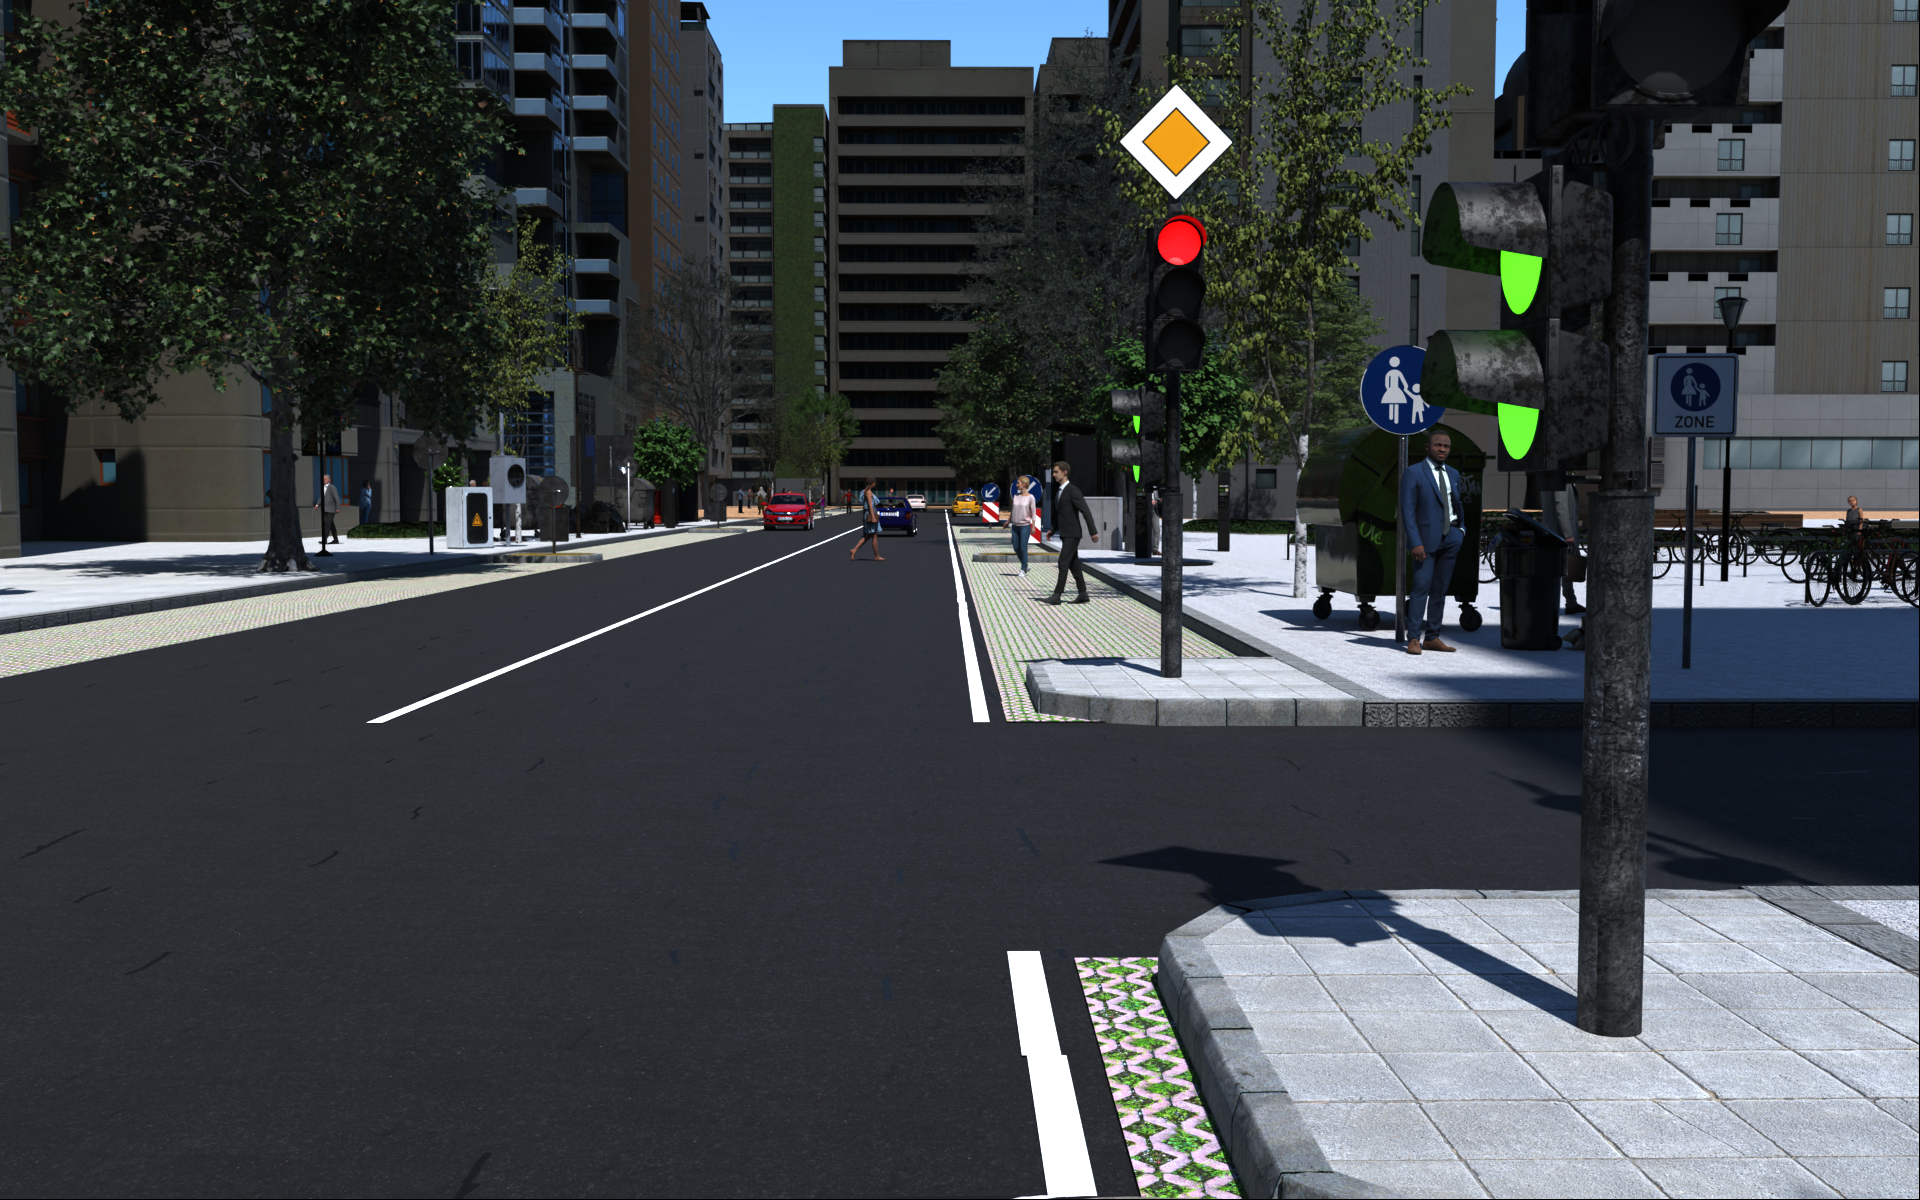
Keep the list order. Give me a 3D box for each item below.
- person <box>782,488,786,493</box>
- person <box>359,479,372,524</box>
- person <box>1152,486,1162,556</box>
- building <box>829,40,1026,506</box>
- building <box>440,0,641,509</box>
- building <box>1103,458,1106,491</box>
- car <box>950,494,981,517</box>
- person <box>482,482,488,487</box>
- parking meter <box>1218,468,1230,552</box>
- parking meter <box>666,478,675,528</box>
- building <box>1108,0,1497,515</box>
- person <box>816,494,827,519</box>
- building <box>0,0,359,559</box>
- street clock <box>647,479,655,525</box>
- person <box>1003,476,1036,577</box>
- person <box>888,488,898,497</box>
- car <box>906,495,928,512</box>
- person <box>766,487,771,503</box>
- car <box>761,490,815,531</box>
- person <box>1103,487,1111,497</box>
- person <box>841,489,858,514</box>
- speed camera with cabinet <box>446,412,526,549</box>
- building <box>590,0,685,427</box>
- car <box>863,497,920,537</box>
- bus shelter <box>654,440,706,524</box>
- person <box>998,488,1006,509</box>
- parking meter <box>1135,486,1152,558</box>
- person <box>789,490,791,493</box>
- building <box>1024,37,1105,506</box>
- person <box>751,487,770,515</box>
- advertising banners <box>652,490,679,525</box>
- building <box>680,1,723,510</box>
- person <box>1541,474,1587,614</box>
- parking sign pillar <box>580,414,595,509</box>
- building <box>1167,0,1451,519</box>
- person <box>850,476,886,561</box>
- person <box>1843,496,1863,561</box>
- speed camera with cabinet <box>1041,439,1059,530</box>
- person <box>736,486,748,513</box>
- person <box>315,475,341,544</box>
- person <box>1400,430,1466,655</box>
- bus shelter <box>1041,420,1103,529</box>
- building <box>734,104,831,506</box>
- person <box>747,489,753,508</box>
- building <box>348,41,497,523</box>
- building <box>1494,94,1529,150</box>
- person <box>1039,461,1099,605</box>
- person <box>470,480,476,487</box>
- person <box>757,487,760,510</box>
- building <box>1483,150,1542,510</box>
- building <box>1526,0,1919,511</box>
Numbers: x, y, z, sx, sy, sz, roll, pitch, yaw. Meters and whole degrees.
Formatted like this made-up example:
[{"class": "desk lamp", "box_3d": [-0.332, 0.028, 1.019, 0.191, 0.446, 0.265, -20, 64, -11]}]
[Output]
[{"class": "person", "box_3d": [-15.337, -8.881, 151.264, 0.705, 1.822, 1.348, -3, 5, -43]}, {"class": "person", "box_3d": [-20.752, -3.305, 60.342, 0.793, 1.790, 0.793, 1, 4, 22]}, {"class": "person", "box_3d": [3.994, -1.827, 36.121, 0.606, 1.804, 0.583, -3, 5, -41]}, {"class": "building", "box_3d": [-3.041, -34.595, 189.333, 21.600, 48.544, 21.300, 0, 4, -1]}, {"class": "building", "box_3d": [-30.905, -48.215, 100.979, 22.319, 86.520, 31.000, 0, 4, -1]}, {"class": "building", "box_3d": [21.405, -50.495, 138.263, 22.319, 86.520, 31.000, 0, 4, -1]}, {"class": "car", "box_3d": [0.353, -6.091, 109.805, 2.015, 1.641, 3.980, 0, 4, -1]}, {"class": "person", "box_3d": [-18.040, -3.629, 65.952, 0.480, 1.755, 0.524, -1, 4, -23]}, {"class": "parking meter", "box_3d": [5.899, -2.018, 38.705, 0.255, 1.863, 0.399, 1, 4, 11]}, {"class": "parking meter", "box_3d": [-10.867, -3.627, 65.016, 0.255, 1.863, 0.399, 1, 4, 11]}, {"class": "building", "box_3d": [21.282, -29.937, 113.169, 21.300, 48.544, 21.600, 0, 4, -1]}, {"class": "person", "box_3d": [-7.847, -5.306, 98.482, 0.599, 1.433, 0.991, 3, 4, 36]}, {"class": "building", "box_3d": [-32.828, -11.925, 40.006, 27.650, 21.520, 28.899, 0, 4, -1]}, {"class": "street clock", "box_3d": [-12.836, -4.101, 71.619, 0.471, 2.002, 0.358, 1, 4, 11]}, {"class": "person", "box_3d": [1.059, -1.265, 29.848, 0.731, 1.740, 0.598, 2, 4, 29]}, {"class": "person", "box_3d": [-3.611, -5.215, 94.296, 0.750, 1.759, 0.617, 1, 4, 23]}, {"class": "car", "box_3d": [-3.618, -7.832, 140.418, 2.083, 1.381, 4.827, 0, 4, 0]}, {"class": "person", "box_3d": [-15.083, -8.012, 137.183, 0.705, 1.807, 1.348, 1, 4, 19]}, {"class": "car", "box_3d": [-6.826, -3.676, 69.148, 2.155, 1.783, 4.494, 0, 4, -2]}, {"class": "person", "box_3d": [8.974, -6.168, 107.417, 1.217, 1.766, 0.721, -2, 4, -28]}, {"class": "person", "box_3d": [-7.974, -7.109, 124.668, 1.348, 1.831, 0.705, -2, 4, -24]}, {"class": "speed camera with cabinet", "box_3d": [-11.248, -2.862, 41.137, 0.660, 3.252, 2.038, 2, 4, 32]}, {"class": "building", "box_3d": [-27.975, -29.034, 124.824, 14.600, 45.320, 14.200, 0, 4, -1]}, {"class": "car", "box_3d": [-2.363, -2.850, 59.171, 1.945, 1.354, 3.894, 0, 4, 0]}, {"class": "bus shelter", "box_3d": [-12.542, -5.227, 76.752, 1.731, 3.624, 6.357, 0, 4, -1]}, {"class": "person", "box_3d": [3.437, -8.860, 150.986, 1.350, 1.814, 0.705, -2, 4, -28]}, {"class": "parking meter", "box_3d": [3.673, -1.769, 34.634, 0.255, 1.863, 0.399, 1, 4, 22]}, {"class": "person", "box_3d": [-15.975, -9.595, 163.721, 0.445, 1.727, 0.742, -2, 4, -34]}, {"class": "building", "box_3d": [18.569, -34.539, 188.408, 21.600, 48.544, 21.300, 0, 4, -1]}, {"class": "person", "box_3d": [-12.407, -6.184, 107.874, 1.217, 1.736, 0.721, -2, 4, -24]}, {"class": "advertising banners", "box_3d": [-12.730, -4.693, 72.913, 2.074, 3.025, 0.090, 2, 4, 25]}, {"class": "building", "box_3d": [-27.405, -28.360, 147.280, 14.086, 41.232, 14.154, 0, 4, -1]}, {"class": "person", "box_3d": [6.387, -0.746, 18.340, 0.767, 1.812, 0.694, 0, 4, 1]}, {"class": "parking sign pillar", "box_3d": [-12.672, -4.308, 58.906, 1.447, 3.967, 1.447, -1, 4, -11]}, {"class": "building", "box_3d": [18.197, -19.827, 95.869, 14.160, 30.474, 14.107, 0, 4, -1]}, {"class": "person", "box_3d": [-1.953, -1.736, 36.975, 0.778, 1.811, 0.616, -1, 4, -9]}, {"class": "person", "box_3d": [16.815, -1.339, 32.609, 0.373, 1.253, 0.362, -1, 4, -22]}, {"class": "speed camera with cabinet", "box_3d": [3.324, -4.225, 63.419, 0.660, 3.252, 2.038, 0, 4, -1]}, {"class": "person", "box_3d": [-14.682, -6.734, 116.126, 0.705, 1.826, 1.348, -3, 4, -38]}, {"class": "person", "box_3d": [-16.153, -2.306, 44.144, 0.661, 1.777, 0.834, 1, 4, 23]}, {"class": "person", "box_3d": [3.833, -0.482, 14.099, 0.721, 1.800, 0.419, -2, 4, -32]}, {"class": "bus shelter", "box_3d": [3.745, -4.085, 58.076, 1.731, 3.624, 6.357, 0, 4, -1]}, {"class": "building", "box_3d": [-20.841, -30.673, 185.096, 14.086, 41.232, 14.154, 0, 4, -1]}, {"class": "person", "box_3d": [-18.541, -8.999, 153.712, 0.750, 1.759, 0.617, 1, 4, 22]}, {"class": "building", "box_3d": [-30.976, -38.713, 71.203, 20.563, 71.187, 20.611, 0, 4, -1]}, {"class": "building", "box_3d": [64.163, -32.739, 185.389, 14.200, 45.320, 14.600, 0, 4, -1]}, {"class": "person", "box_3d": [1.342, -0.858, 22.308, 0.755, 1.850, 0.659, -1, 4, -18]}, {"class": "person", "box_3d": [-17.143, -3.322, 60.839, 0.515, 1.767, 0.782, -3, 5, -41]}, {"class": "person", "box_3d": [-16.523, -8.360, 142.738, 0.705, 1.822, 1.348, 0, 4, 4]}, {"class": "building", "box_3d": [40.492, -23.023, 148.126, 14.107, 30.474, 14.160, 0, 4, -1]}, {"class": "building", "box_3d": [61.359, -33.731, 140.738, 27.495, 52.752, 28.713, 0, 4, -1]}]
